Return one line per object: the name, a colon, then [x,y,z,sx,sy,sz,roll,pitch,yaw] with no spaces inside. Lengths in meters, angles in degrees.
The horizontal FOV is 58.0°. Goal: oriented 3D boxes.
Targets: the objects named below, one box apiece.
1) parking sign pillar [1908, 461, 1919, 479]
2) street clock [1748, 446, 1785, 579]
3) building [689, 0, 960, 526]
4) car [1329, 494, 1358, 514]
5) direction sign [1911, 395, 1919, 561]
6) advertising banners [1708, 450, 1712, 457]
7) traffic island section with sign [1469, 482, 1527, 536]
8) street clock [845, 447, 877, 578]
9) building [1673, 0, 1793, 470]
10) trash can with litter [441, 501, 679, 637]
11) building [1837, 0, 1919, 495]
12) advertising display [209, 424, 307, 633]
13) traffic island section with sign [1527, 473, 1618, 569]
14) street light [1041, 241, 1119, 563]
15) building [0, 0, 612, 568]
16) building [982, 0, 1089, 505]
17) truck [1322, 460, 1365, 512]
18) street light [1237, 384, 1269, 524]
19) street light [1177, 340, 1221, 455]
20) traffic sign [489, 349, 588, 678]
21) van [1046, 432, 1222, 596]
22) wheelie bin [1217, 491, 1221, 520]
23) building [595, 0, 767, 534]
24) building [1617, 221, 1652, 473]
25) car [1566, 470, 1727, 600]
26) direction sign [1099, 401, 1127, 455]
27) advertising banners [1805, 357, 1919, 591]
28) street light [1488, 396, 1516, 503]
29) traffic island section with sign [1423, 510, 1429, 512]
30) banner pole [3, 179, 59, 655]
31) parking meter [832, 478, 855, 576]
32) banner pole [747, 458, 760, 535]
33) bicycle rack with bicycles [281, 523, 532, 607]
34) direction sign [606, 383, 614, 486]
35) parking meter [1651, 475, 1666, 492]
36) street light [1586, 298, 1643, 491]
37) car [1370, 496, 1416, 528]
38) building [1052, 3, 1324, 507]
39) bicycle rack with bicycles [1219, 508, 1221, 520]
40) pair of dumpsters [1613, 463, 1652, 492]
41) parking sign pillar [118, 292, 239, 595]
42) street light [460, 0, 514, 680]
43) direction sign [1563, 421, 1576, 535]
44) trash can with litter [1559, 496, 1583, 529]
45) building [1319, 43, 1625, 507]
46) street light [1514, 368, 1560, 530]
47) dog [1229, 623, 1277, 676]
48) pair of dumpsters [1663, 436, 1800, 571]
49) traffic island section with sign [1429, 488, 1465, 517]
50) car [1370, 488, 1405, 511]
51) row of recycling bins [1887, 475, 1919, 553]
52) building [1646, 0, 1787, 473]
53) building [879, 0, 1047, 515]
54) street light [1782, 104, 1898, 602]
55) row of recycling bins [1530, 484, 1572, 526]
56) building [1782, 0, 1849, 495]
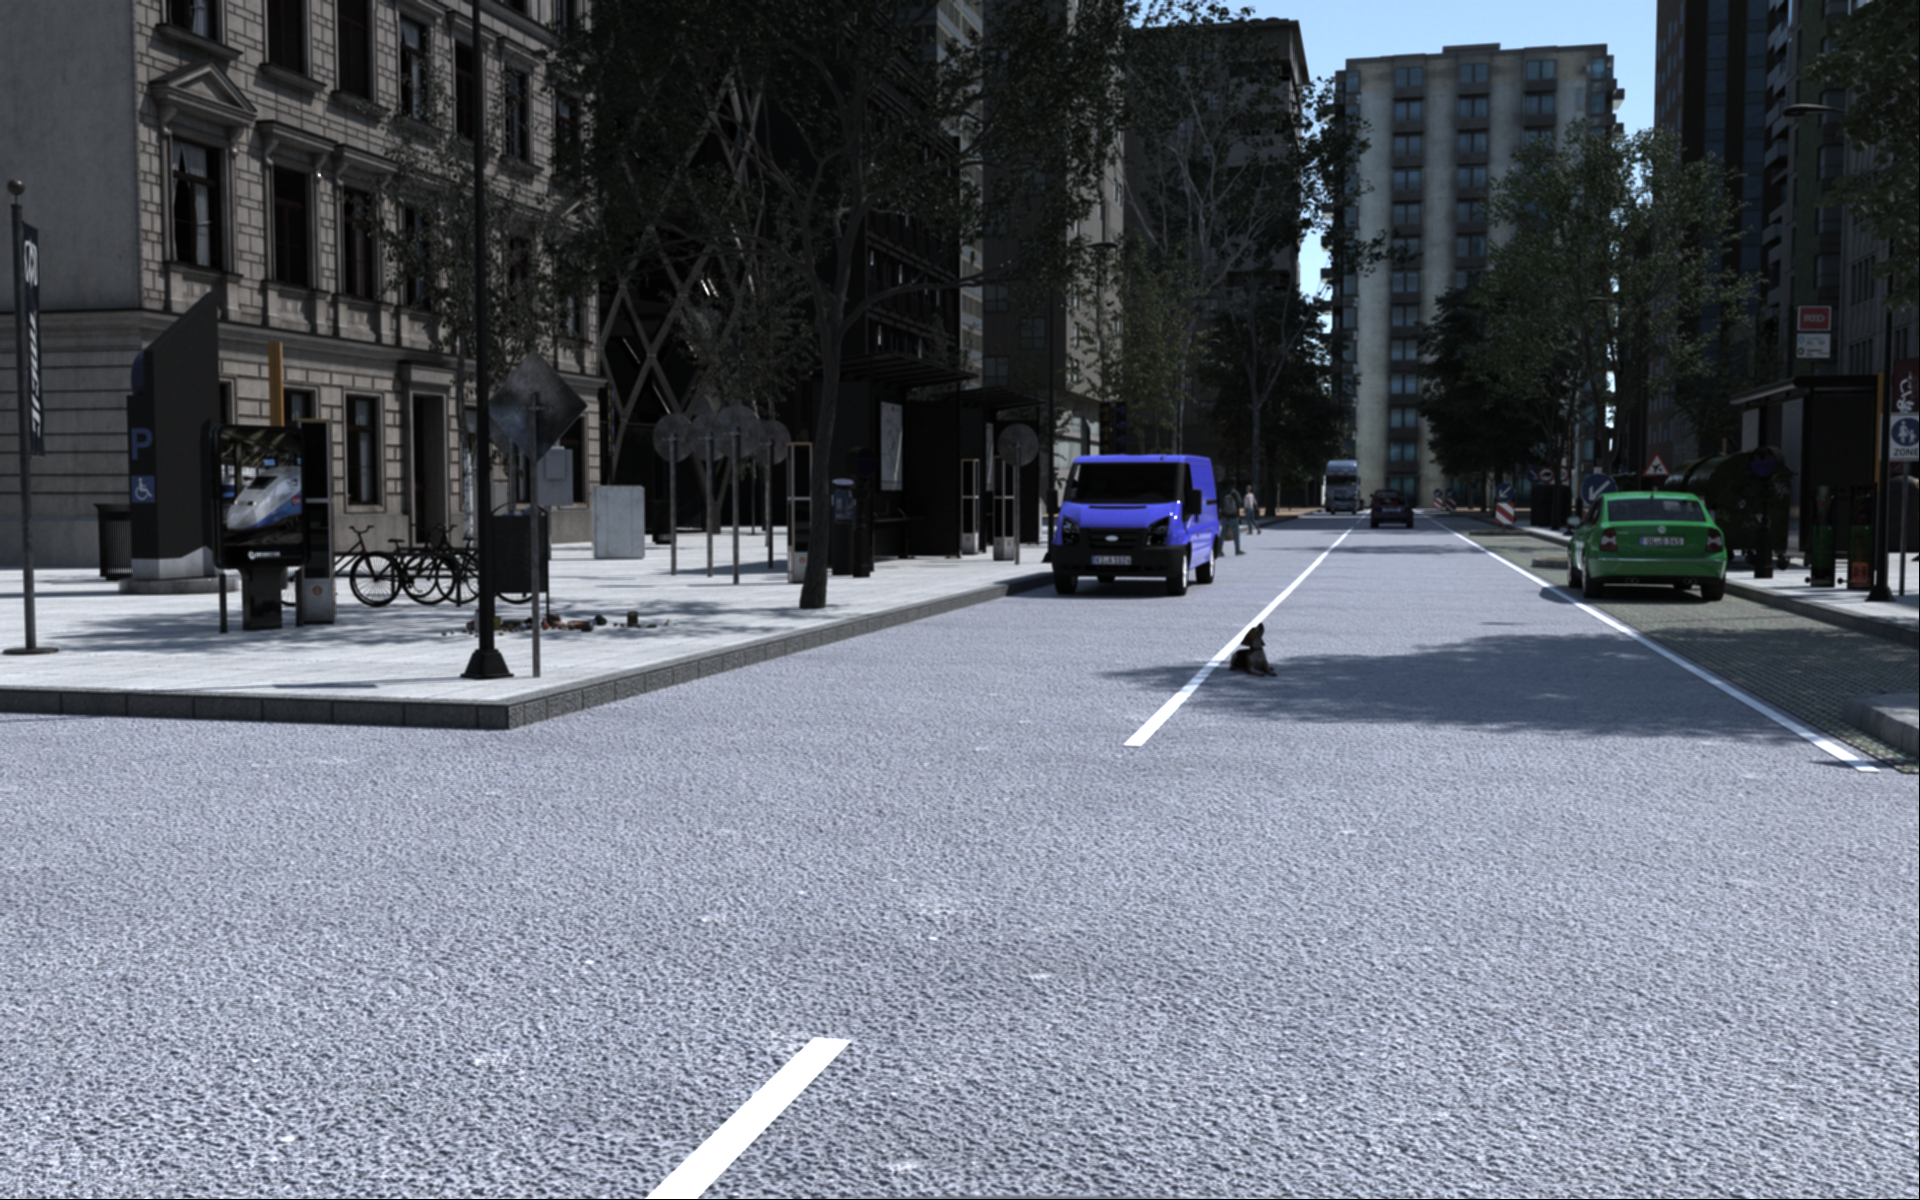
parking sign pillar: [30.901,-4.195,57.059,1.447,3.967,1.447,1,4,22]
street clock: [12.255,-1.333,26.357,0.358,2.002,0.471,-2,4,-28]
building: [-7.854,-15.195,78.111,12.332,23.373,15.834,1,4,14]
car: [27.699,-6.912,125.008,2.014,1.417,4.499,1,4,14]
direction sign: [18.433,-2.511,33.054,0.379,3.537,0.876,-3,5,-39]
advertising banners: [29.935,-4.495,69.680,0.090,3.025,2.074,1,4,9]
traffic island section with sign: [18.677,-3.136,59.900,1.989,1.847,2.006,1,4,14]
street clock: [-1.520,-1.350,26.642,0.358,2.002,0.471,3,5,41]
building: [58.781,-48.481,105.334,22.319,86.520,31.000,1,4,14]
trash can with litter: [-3.780,-0.332,16.486,2.233,1.210,1.678,-1,4,-16]
building: [43.366,-15.251,67.376,12.078,24.808,19.932,1,4,14]
advertising display: [-6.599,-0.680,16.333,0.123,1.923,0.974,2,4,29]
traffic island section with sign: [12.233,-1.535,33.723,1.989,1.847,2.006,1,4,14]
street light: [2.225,-3.643,32.106,1.470,5.913,1.316,1,4,14]
building: [-16.417,-10.681,39.264,10.561,19.102,19.286,1,4,14]
building: [-1.864,-33.540,137.610,27.495,52.752,28.713,1,4,14]
truck: [31.824,-9.364,142.852,2.967,4.110,18.799,1,4,15]
street light: [12.337,-6.164,73.318,1.470,5.913,1.316,1,4,14]
street light: [7.147,-4.883,52.386,1.470,5.913,1.316,1,4,14]
traffic sign: [-2.961,-0.515,12.062,0.795,2.450,0.064,1,4,14]
van: [2.745,-1.344,26.367,2.240,2.365,5.245,1,4,15]
wheelie bin: [11.352,-4.299,78.198,0.693,1.594,0.980,-2,4,-27]
building: [-15.309,-11.627,57.554,16.820,18.784,16.811,1,4,14]
building: [75.294,-24.794,177.076,14.107,30.474,14.160,1,4,14]
car: [9.760,-0.979,24.797,1.959,1.807,4.718,1,4,15]
direction sign: [3.765,-3.101,42.695,0.379,3.537,0.876,-3,5,-42]
advertising banners: [12.057,-1.648,23.135,0.090,3.025,2.074,-1,4,-11]
street light: [25.615,-6.682,81.791,1.470,5.913,1.316,1,4,14]
traffic island section with sign: [37.337,-7.774,135.735,1.989,1.847,2.006,1,4,14]
banner pole: [-7.561,-1.473,14.098,0.401,3.779,0.863,-1,4,-14]
parking meter: [-1.840,-1.161,27.388,0.372,1.533,0.369,0,3,0]
banner pole: [-6.430,-3.916,54.041,0.401,3.779,0.863,0,4,2]
bicycle rack with bicycles: [-6.279,-0.438,20.546,2.925,0.926,2.852,1,4,11]
direction sign: [-7.200,-2.676,35.746,0.379,3.537,0.876,0,4,-4]
parking meter: [20.973,-2.834,52.053,0.255,1.863,0.399,-1,4,-23]
street light: [15.497,-4.186,40.978,1.470,5.913,1.316,1,4,14]
car: [18.473,-3.755,73.968,1.945,1.354,3.894,1,4,15]
building: [26.942,-37.103,195.869,27.495,52.752,28.713,1,4,14]
bicycle rack with bicycles: [11.820,-4.253,82.912,2.852,0.926,2.925,-1,4,-11]
pair of dumpsters: [21.725,-3.244,55.526,1.574,2.255,4.437,1,4,14]
parking sign pillar: [-10.239,-2.087,22.601,1.447,3.967,1.447,1,4,13]
street light: [-2.794,-2.403,11.837,1.470,5.913,1.316,1,4,14]
direction sign: [19.150,-3.813,54.335,0.379,3.537,0.876,2,4,34]
trash can with litter: [22.949,-3.230,63.865,1.678,1.210,2.233,1,4,21]
building: [54.713,-34.732,187.477,30.456,49.044,23.786,1,4,14]
street light: [20.635,-5.442,61.511,1.470,5.913,1.316,1,4,14]
dog: [2.421,0.379,13.993,0.550,0.427,0.748,2,4,33]
pair of dumpsters: [13.789,-1.750,31.104,1.574,2.255,4.437,1,4,14]
traffic island section with sign: [30.833,-6.157,109.287,1.989,1.847,2.006,1,4,14]
car: [28.658,-6.577,116.212,2.281,1.827,5.304,1,4,14]
row of recycling bins: [22.192,-1.911,38.352,3.534,1.692,1.069,0,3,0]
building: [60.175,-29.328,129.632,14.600,45.320,14.200,1,4,14]
building: [-11.914,-25.177,103.531,32.217,40.220,23.993,1,4,14]
street light: [10.509,-2.946,20.714,1.470,5.913,1.316,1,4,14]
row of recycling bins: [24.392,-3.924,71.277,1.069,1.692,3.534,2,4,35]
building: [48.822,-24.600,85.810,14.154,41.232,14.086,1,4,14]
